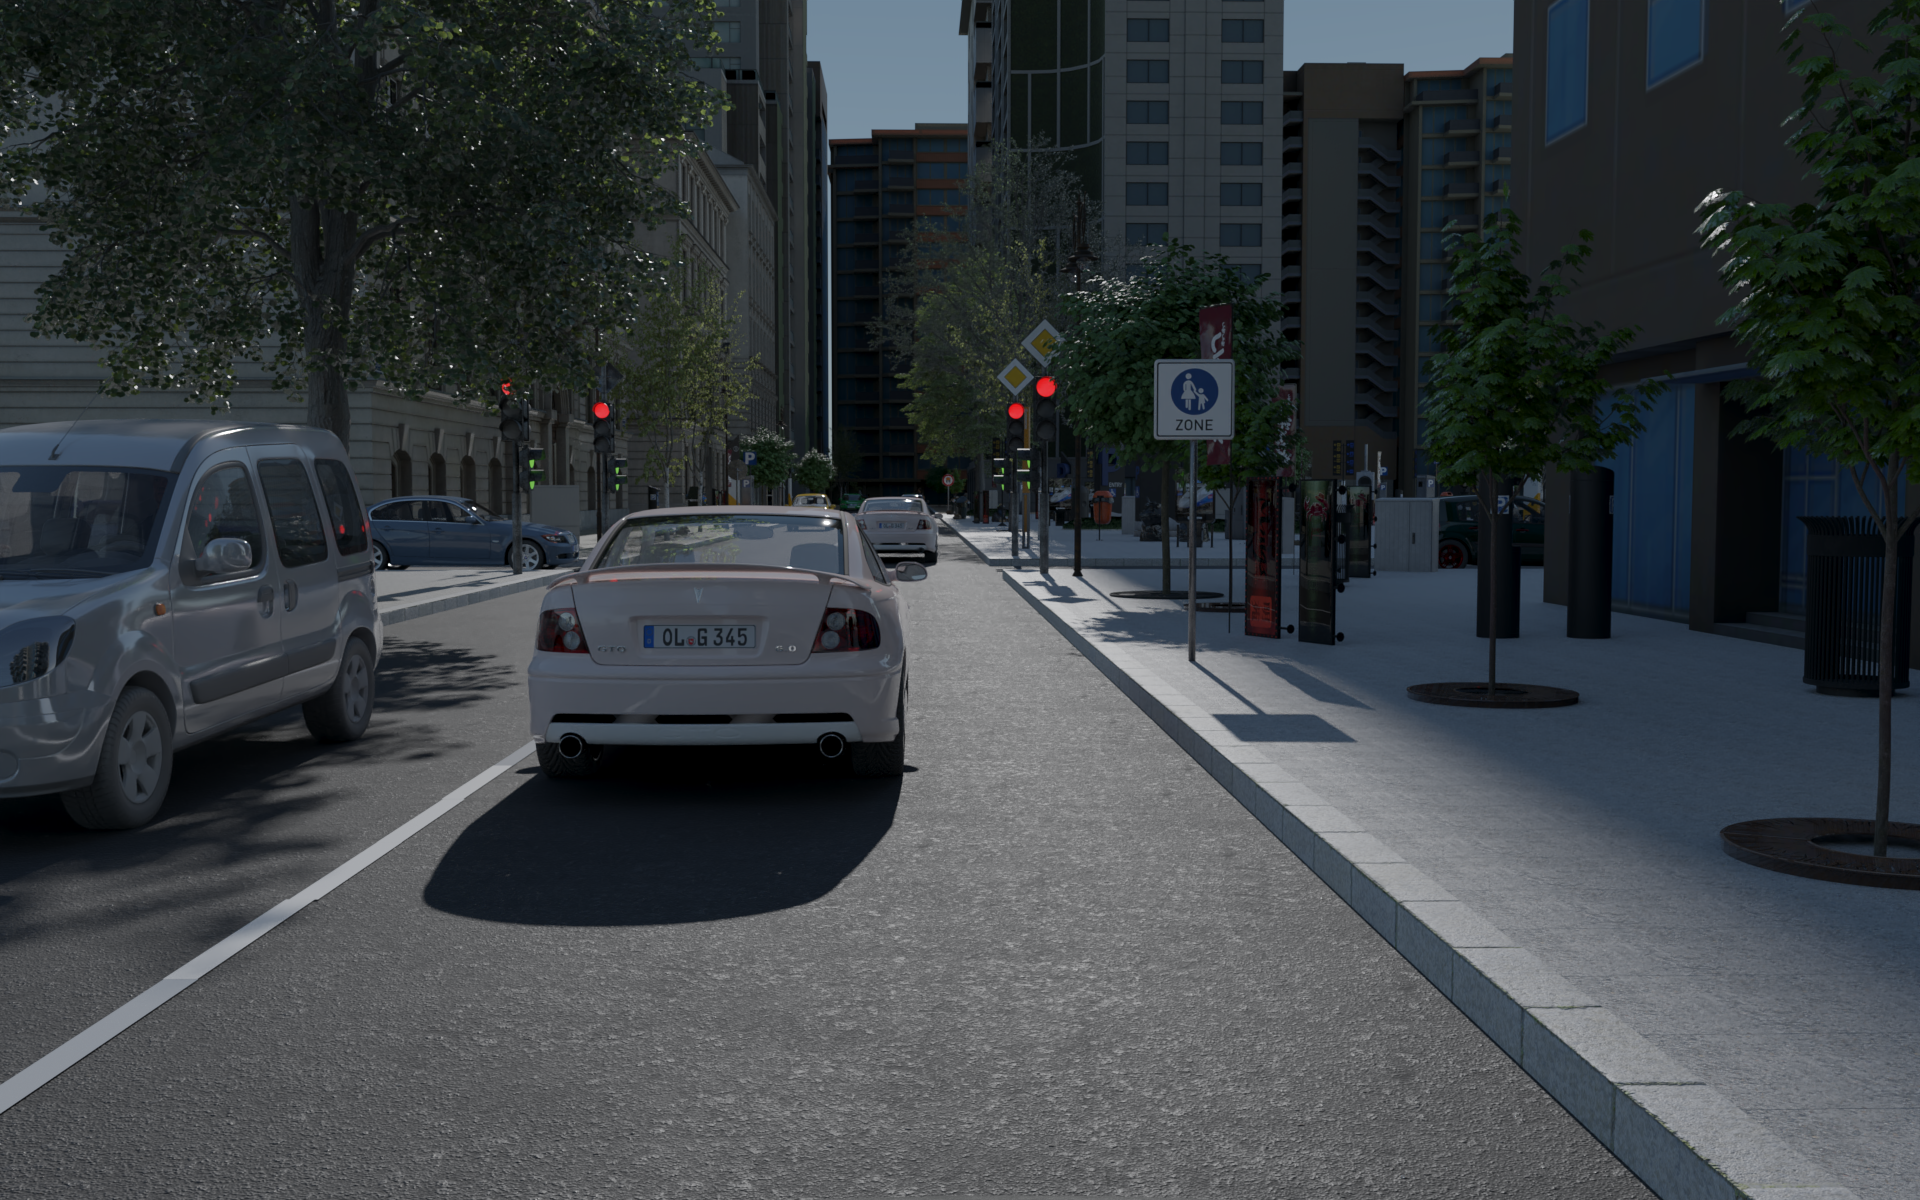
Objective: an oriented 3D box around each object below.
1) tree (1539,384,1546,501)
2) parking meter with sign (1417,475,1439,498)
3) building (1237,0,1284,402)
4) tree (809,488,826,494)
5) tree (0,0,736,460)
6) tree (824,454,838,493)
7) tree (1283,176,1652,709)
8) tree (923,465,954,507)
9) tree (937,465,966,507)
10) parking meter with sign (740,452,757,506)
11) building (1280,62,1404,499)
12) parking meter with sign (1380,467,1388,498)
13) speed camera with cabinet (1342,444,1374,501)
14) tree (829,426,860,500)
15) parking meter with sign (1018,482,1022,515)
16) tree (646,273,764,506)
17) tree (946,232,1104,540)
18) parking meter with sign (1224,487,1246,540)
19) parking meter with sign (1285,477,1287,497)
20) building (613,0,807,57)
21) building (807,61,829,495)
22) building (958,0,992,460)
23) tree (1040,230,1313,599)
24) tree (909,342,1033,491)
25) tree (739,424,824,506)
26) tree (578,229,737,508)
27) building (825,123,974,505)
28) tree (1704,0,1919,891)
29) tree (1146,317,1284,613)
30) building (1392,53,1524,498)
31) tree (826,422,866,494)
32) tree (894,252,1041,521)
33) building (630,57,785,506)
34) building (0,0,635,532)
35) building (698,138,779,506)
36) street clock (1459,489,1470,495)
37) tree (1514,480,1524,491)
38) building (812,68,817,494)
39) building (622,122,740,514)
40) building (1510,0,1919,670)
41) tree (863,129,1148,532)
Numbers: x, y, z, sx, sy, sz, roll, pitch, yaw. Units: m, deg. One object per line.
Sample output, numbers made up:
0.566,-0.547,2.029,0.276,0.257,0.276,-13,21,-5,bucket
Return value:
24.890,-7.538,73.613,4.360,8.622,3.978,0,3,0,tree
18.612,-4.459,69.162,0.543,3.016,1.738,-1,4,-20,parking meter with sign
11.213,-42.053,125.817,20.563,71.187,20.611,0,4,-2,building
-10.805,-8.366,131.377,1.663,3.219,1.824,0,3,0,tree
-7.226,-6.925,19.885,9.857,13.997,8.962,0,3,0,tree
-10.012,-8.336,120.001,4.285,4.588,4.351,0,3,0,tree
3.254,-0.981,10.643,1.663,3.219,1.824,0,3,0,tree
-2.040,-11.674,174.578,4.285,4.588,4.351,0,3,0,tree
-0.239,-7.389,115.415,1.663,3.219,1.824,0,3,0,tree
-8.670,-4.540,70.493,0.543,3.016,1.738,0,4,2,parking meter with sign
36.111,-32.262,177.600,14.200,45.320,14.600,0,4,-2,building
26.950,-6.982,110.417,0.543,3.016,1.738,1,4,14,parking meter with sign
15.438,-4.565,68.976,2.038,3.252,0.660,1,4,17,speed camera with cabinet
-12.902,-14.542,188.127,4.360,8.622,3.978,0,3,0,tree
3.680,-6.807,107.553,0.543,3.016,1.738,-2,4,-32,parking meter with sign
-8.760,-6.614,58.504,4.360,8.622,3.978,0,3,0,tree
2.050,-5.997,48.416,4.360,8.622,3.978,0,3,0,tree
7.976,-3.194,48.489,0.543,3.016,1.738,-1,4,-20,parking meter with sign
12.372,-4.517,70.110,1.738,3.016,0.543,1,4,23,parking meter with sign
-19.003,-27.428,132.041,14.154,41.232,14.086,0,4,-2,building
-20.891,-32.207,176.689,14.200,45.320,14.600,0,4,-2,building
14.565,-35.586,171.067,28.713,52.752,27.495,0,4,-2,building
2.674,-2.323,21.688,4.285,4.588,4.351,0,3,0,tree
0.717,-9.771,94.170,8.767,10.594,7.601,2,4,35,tree
-9.217,-5.985,81.564,4.285,4.588,4.351,0,3,0,tree
-8.302,-5.934,47.383,4.737,8.622,4.395,0,3,0,tree
-2.796,-33.806,207.345,28.867,44.769,22.147,0,4,-2,building
3.369,-0.695,5.959,1.663,3.219,1.824,0,3,0,tree
3.029,-1.491,18.987,1.663,3.219,1.824,0,3,0,tree
57.718,-31.842,175.240,28.867,44.769,22.147,0,4,-2,building
-11.585,-13.800,175.997,4.737,8.622,4.395,0,3,0,tree
0.621,-9.947,80.759,7.486,12.596,7.792,0,3,0,tree
-19.598,-21.197,118.278,14.160,30.474,14.107,0,4,-2,building
-18.339,-14.352,53.733,14.460,24.649,34.723,0,4,-2,building
-15.992,-15.349,100.111,9.793,20.994,18.267,0,4,-2,building
17.107,-3.314,58.749,0.471,2.002,0.358,1,4,22,street clock
30.956,-6.989,97.984,4.285,4.588,4.351,0,3,0,tree
-20.766,-29.210,161.175,14.154,41.232,14.086,0,4,-2,building
-16.541,-13.259,81.406,10.561,19.102,19.286,0,4,-2,building
13.648,-22.174,12.660,14.600,45.320,14.200,0,4,-2,building
1.876,-9.072,58.698,12.009,13.543,11.850,0,3,0,tree
